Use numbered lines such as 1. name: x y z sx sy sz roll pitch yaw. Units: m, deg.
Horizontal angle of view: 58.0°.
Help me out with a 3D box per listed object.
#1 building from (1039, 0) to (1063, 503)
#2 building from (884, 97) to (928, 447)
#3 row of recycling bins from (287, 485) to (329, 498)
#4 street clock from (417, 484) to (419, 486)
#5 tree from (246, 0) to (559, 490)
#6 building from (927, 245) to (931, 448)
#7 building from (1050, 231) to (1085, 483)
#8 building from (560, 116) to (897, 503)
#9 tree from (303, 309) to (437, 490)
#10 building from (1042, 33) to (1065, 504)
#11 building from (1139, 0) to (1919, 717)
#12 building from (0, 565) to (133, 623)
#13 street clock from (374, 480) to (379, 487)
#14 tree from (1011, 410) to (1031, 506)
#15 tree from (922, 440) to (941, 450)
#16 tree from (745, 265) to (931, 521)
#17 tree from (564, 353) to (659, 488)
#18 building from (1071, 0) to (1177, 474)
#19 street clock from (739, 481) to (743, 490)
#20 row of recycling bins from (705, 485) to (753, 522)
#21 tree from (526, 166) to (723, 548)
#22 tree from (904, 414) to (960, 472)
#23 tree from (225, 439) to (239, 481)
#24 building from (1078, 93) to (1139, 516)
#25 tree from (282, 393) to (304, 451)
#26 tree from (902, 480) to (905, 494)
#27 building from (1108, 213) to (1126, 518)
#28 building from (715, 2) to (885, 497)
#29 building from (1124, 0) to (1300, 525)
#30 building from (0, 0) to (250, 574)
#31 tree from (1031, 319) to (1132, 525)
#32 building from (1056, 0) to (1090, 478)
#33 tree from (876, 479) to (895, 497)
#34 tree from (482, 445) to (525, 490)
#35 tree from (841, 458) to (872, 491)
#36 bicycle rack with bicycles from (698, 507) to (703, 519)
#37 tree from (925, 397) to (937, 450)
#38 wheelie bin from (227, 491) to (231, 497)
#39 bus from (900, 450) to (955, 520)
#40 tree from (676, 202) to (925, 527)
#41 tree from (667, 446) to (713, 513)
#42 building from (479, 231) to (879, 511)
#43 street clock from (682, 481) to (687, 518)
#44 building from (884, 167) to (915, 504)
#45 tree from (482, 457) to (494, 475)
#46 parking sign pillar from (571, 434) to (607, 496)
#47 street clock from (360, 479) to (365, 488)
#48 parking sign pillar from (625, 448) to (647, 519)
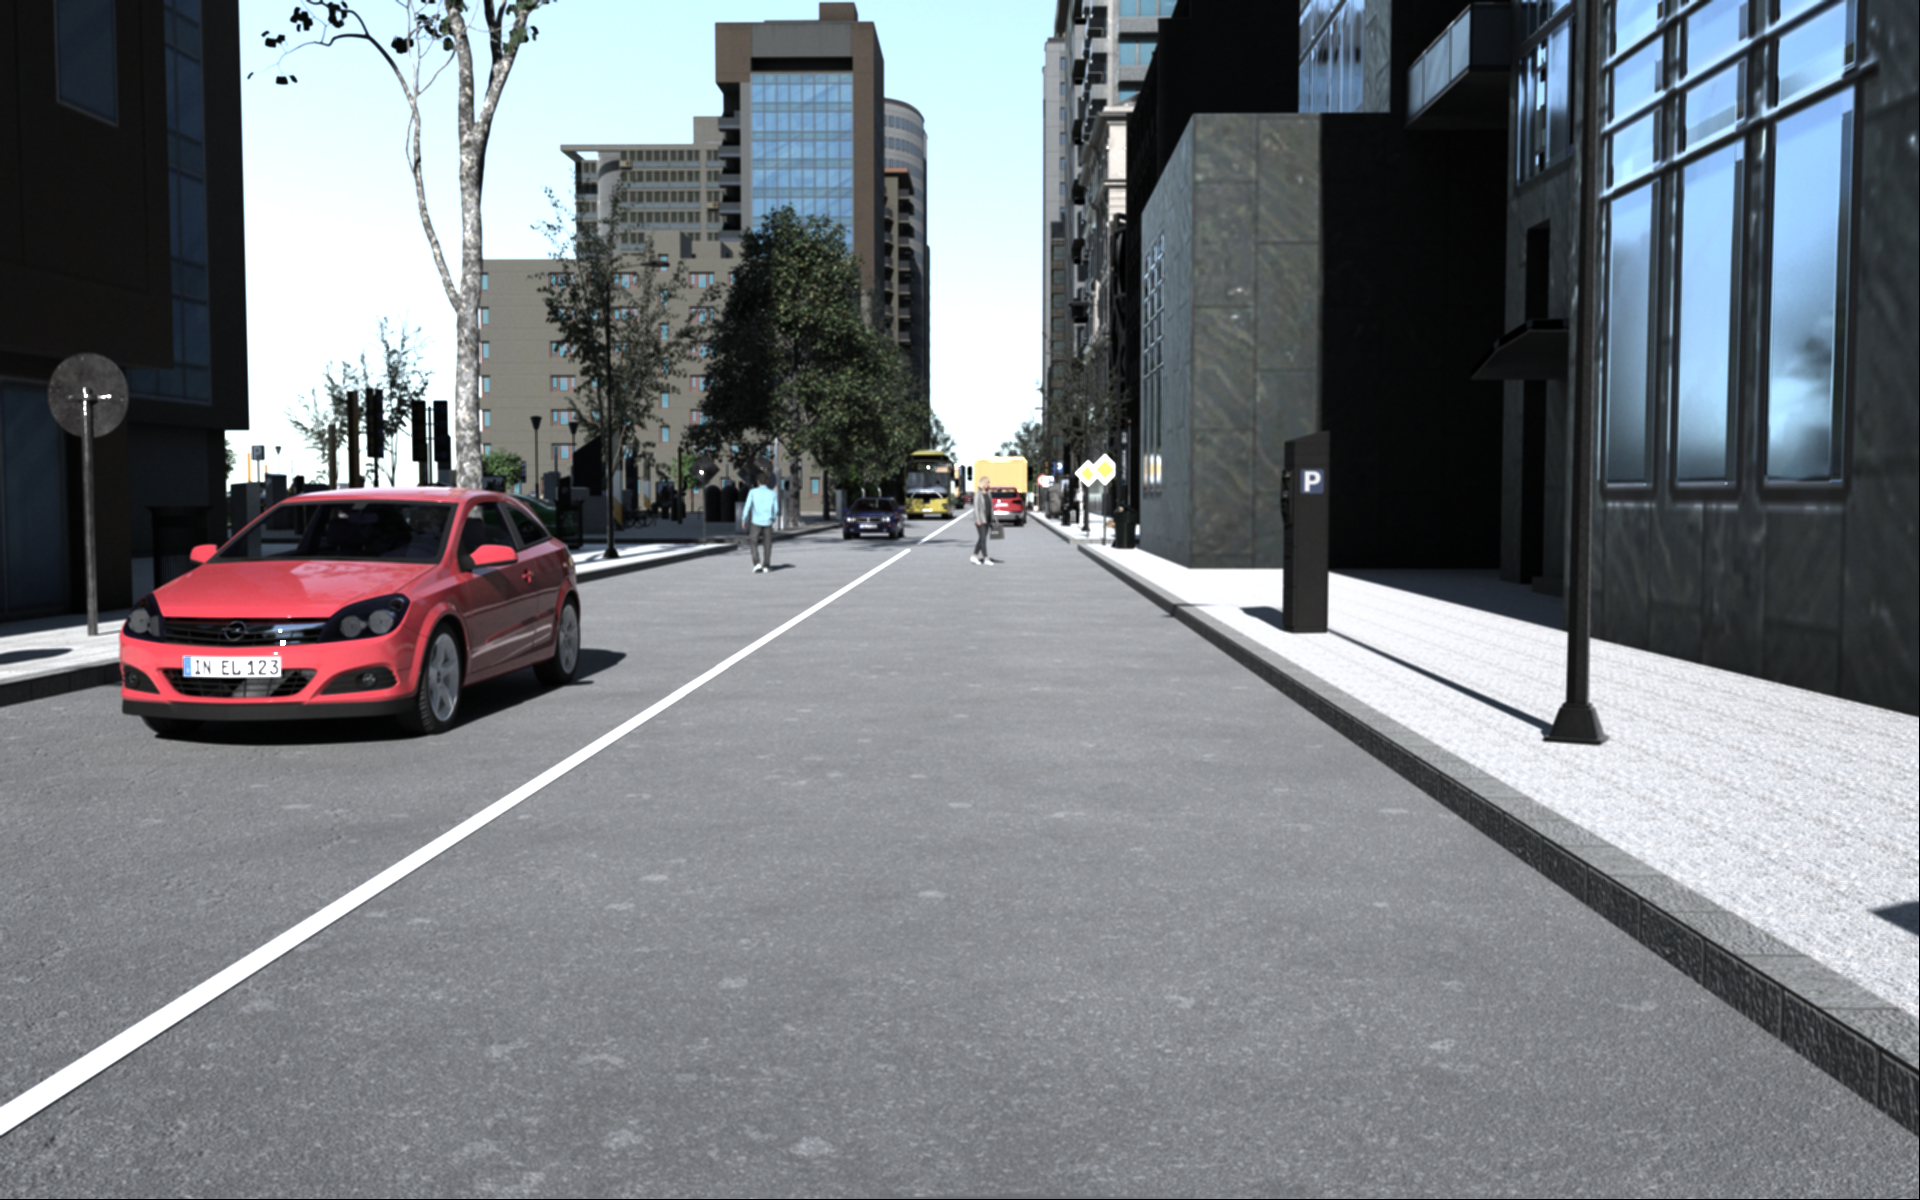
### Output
1. building: 21.720 -49.631 249.717 20.563 71.187 20.611 0 4 1
2. building: -15.851 -43.630 255.346 21.231 58.520 28.212 0 4 1
3. row of recycling bins: -28.738 -4.266 76.856 3.534 1.692 1.069 3 5 42
4. street clock: -36.981 -6.982 118.726 0.471 2.002 0.358 1 4 20
5. tree: -6.444 -10.434 26.481 12.611 20.169 13.585 0 3 0
6. building: -12.001 -36.297 277.045 14.154 41.232 14.086 0 4 1
7. building: 16.986 -25.688 191.704 14.160 30.474 14.107 0 4 1
8. building: -23.194 -30.000 182.373 32.217 40.220 23.993 0 4 1
9. tree: -22.729 -7.230 68.580 4.360 8.622 3.978 0 3 0
10. building: 21.231 -41.819 225.743 21.231 58.520 28.212 0 4 1
11. building: 14.986 -43.376 21.865 22.319 86.520 31.000 0 4 1
12. building: -16.005 -22.108 11.570 14.600 45.320 14.200 0 4 1
13. street clock: -29.536 -5.083 87.673 0.358 2.002 0.471 -1 4 -15
14. tree: 6.727 -11.841 143.965 4.360 8.622 3.978 0 3 0
15. tree: -3.877 -16.191 215.089 4.360 8.622 3.978 0 3 0
16. tree: -6.614 -10.593 83.560 12.009 13.543 11.850 0 3 0
17. tree: -17.165 -8.304 86.125 4.737 8.622 4.395 0 3 0
18. building: 21.335 -31.860 140.516 23.786 49.044 30.456 0 4 1
19. street clock: -12.369 -5.705 97.847 0.358 2.002 0.471 -1 4 -9
20. row of recycling bins: -10.148 -4.442 79.741 3.534 1.692 1.069 1 4 16
21. tree: -7.824 -5.450 39.467 4.360 8.622 3.978 0 3 0
22. tree: -3.321 -16.356 201.824 7.601 10.594 8.767 0 4 5
23. tree: -35.208 -5.904 80.244 4.285 4.588 4.351 0 3 0
24. building: 15.109 -19.914 112.982 14.401 28.519 23.554 0 4 1
25. tree: -32.874 -8.574 90.548 4.360 8.622 3.978 0 3 0
26. tree: -5.120 -10.741 170.223 1.663 3.219 1.824 0 3 0
27. building: 16.380 -13.801 93.103 16.820 18.784 16.811 0 4 1
28. building: -14.421 -31.349 162.670 14.600 45.320 14.200 0 4 1
29. building: 13.546 -14.768 71.142 12.332 23.373 15.834 0 4 1
30. building: -23.157 -23.286 30.841 14.200 45.320 14.600 0 4 1
31. tree: 5.102 -7.458 72.299 4.360 8.622 3.978 0 3 0
32. building: 24.109 -35.476 169.271 28.713 52.752 27.495 0 4 1
33. tree: -5.883 -8.360 131.294 1.663 3.219 1.824 0 3 0
34. tree: -31.019 -8.145 116.886 4.285 4.588 4.351 0 3 0
35. tree: -5.803 -6.104 94.399 1.663 3.219 1.824 0 3 0
36. bicycle rack with bicycles: -12.067 -4.580 88.267 2.852 0.926 2.925 -2 4 -35
37. tree: -6.038 -12.378 119.381 9.611 12.733 9.660 0 3 0
38. wheelie bin: -49.090 -6.662 116.826 0.693 1.594 0.980 -3 4 -37
39. bus: -1.694 -6.630 99.944 2.896 3.916 12.252 0 4 1
40. tree: -6.466 -9.254 68.318 9.611 12.733 9.660 0 3 0
41. tree: -18.479 -8.270 118.931 4.285 4.588 4.351 0 3 0
42. building: -21.420 -18.142 141.659 27.650 21.520 28.899 0 4 1
43. street clock: -14.850 -5.406 92.954 0.358 2.002 0.471 -3 5 -42
44. building: -17.286 -34.998 226.841 22.147 44.769 28.867 0 4 1
45. tree: -21.429 -5.067 77.454 1.663 3.219 1.824 0 3 0
46. parking sign pillar: -16.706 -5.444 77.475 1.447 3.967 1.447 -2 4 -30
47. street clock: -27.442 -4.578 79.415 0.358 2.002 0.471 -1 4 -9
48. parking sign pillar: -16.968 -6.184 89.576 1.447 3.967 1.447 0 4 -1
